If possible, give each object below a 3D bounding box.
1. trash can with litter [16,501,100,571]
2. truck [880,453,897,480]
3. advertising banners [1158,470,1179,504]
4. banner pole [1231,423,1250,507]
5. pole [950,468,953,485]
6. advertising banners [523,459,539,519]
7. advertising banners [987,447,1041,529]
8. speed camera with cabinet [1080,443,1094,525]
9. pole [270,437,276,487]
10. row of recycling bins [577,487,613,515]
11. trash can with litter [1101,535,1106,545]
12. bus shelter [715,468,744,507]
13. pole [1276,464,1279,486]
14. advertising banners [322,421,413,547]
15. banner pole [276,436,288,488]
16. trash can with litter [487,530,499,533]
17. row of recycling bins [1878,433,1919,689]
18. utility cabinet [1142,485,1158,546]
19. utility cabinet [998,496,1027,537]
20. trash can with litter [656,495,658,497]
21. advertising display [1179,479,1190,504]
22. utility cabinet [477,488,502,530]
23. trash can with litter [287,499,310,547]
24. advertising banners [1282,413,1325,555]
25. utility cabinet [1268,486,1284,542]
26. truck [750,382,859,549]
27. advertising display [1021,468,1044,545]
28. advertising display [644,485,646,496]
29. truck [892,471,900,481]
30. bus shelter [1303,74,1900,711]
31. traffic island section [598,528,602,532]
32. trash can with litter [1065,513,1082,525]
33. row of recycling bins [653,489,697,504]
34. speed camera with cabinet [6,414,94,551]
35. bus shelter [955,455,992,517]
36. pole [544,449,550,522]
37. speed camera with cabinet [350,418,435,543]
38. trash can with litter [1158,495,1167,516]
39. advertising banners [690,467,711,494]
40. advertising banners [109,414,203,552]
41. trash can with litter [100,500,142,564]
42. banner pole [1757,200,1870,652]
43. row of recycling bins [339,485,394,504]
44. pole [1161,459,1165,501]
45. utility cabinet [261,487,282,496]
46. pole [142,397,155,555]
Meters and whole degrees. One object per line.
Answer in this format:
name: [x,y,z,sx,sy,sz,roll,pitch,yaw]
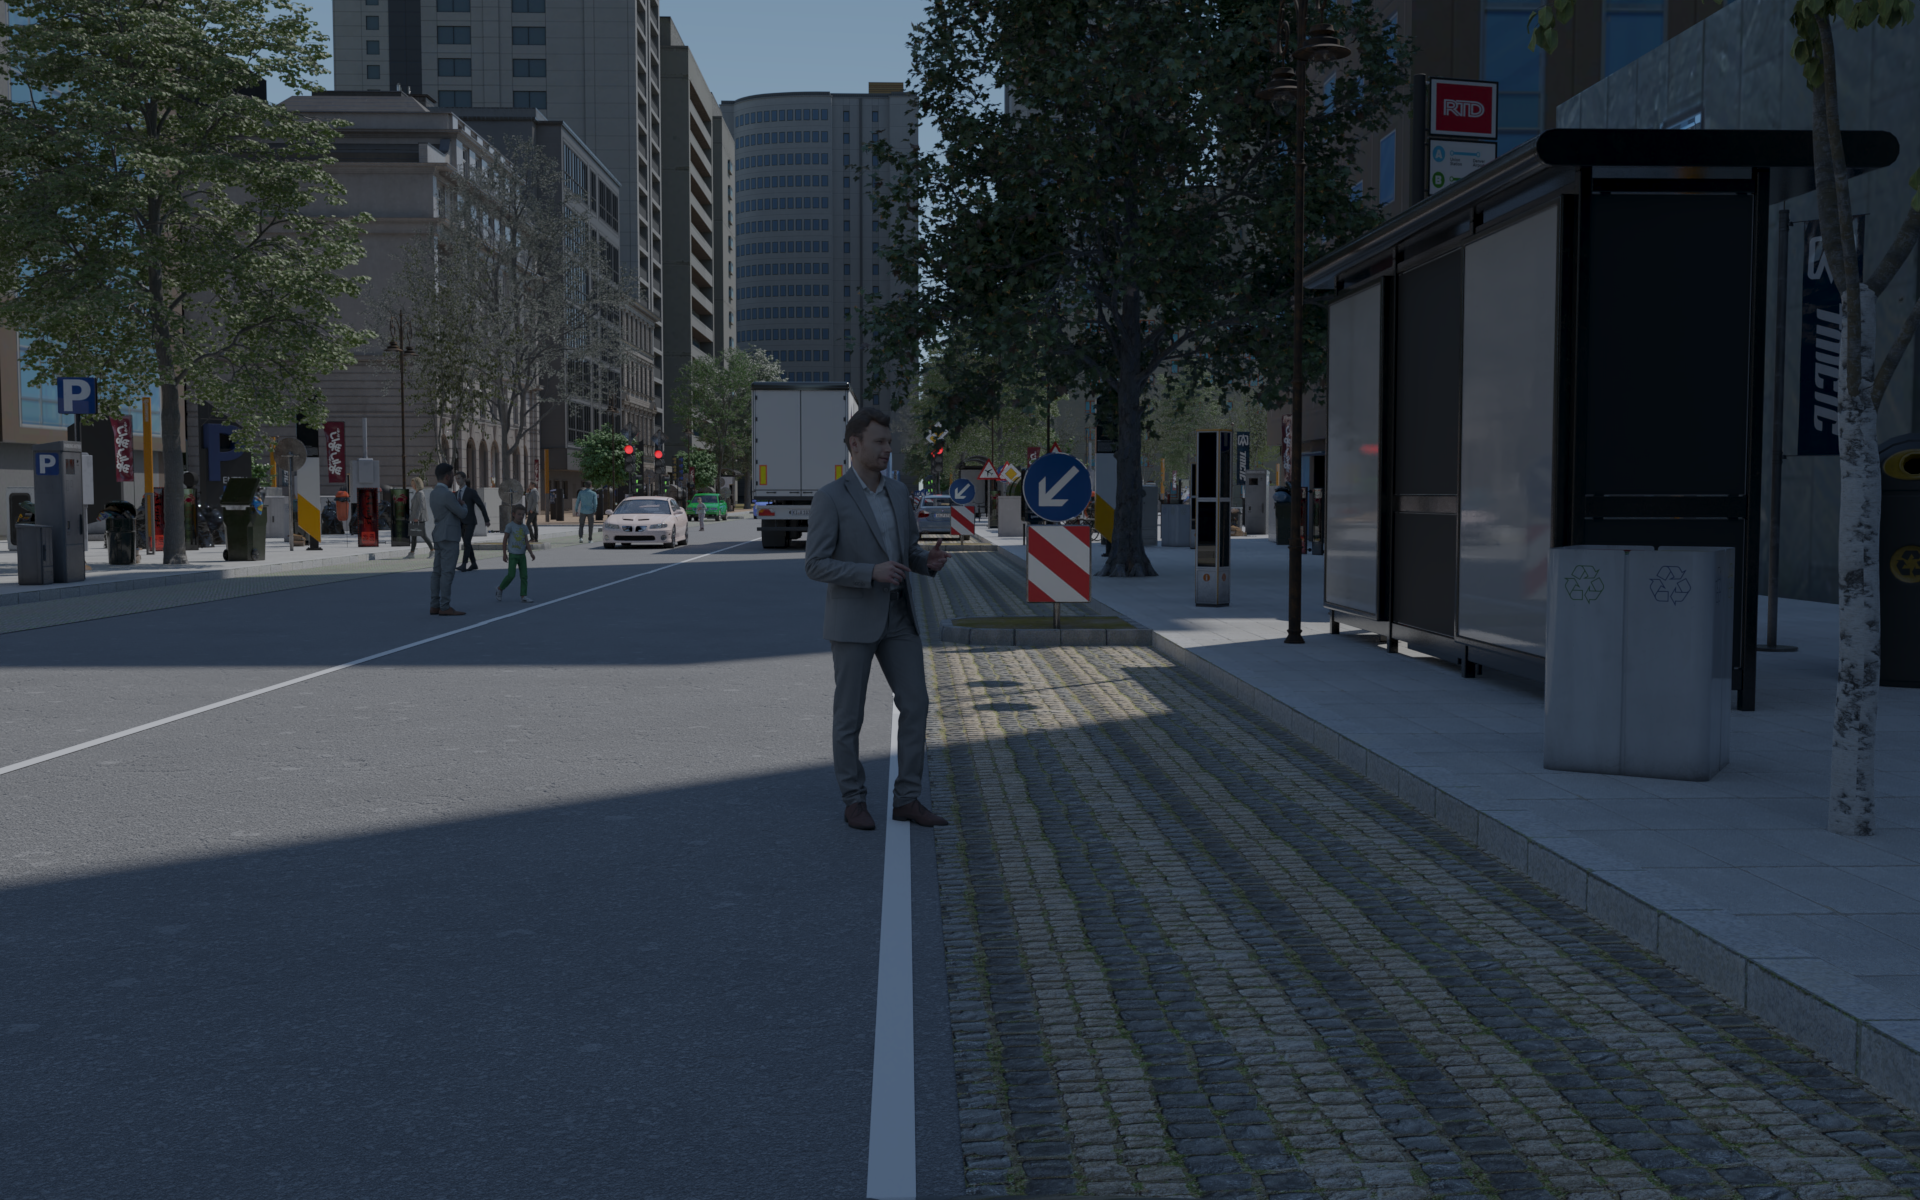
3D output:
trash can with litter: [-14.467,-0.996,27.676,1.055,1.170,0.624,0,4,-7]
truck: [-4.846,-6.229,91.597,2.967,4.110,18.799,0,4,-2]
advertising banners: [15.330,-8.052,127.831,2.074,3.025,0.090,-3,5,-41]
banner pole: [9.789,-4.335,60.890,0.863,3.779,0.401,0,4,-5]
pole: [-0.627,-7.920,123.330,0.158,3.312,0.155,0,3,0]
advertising banners: [-21.733,-5.590,87.590,0.090,3.025,2.074,-3,4,-39]
advertising banners: [1.990,-4.157,64.147,2.074,3.025,0.090,1,4,18]
speed camera with cabinet: [4.768,-4.465,67.335,0.660,3.252,2.038,0,4,-4]
pole: [-24.595,-4.172,62.053,0.158,3.312,0.155,0,3,0]
row of recycling bins: [-22.526,-6.109,106.998,1.069,1.692,3.534,-3,5,-45]
trash can with litter: [3.988,-1.969,43.576,1.055,1.170,0.624,-1,4,-12]
bus shelter: [-18.417,-8.790,137.645,2.014,3.302,5.546,0,4,-2]
pole: [21.387,-7.509,116.610,0.158,3.312,0.155,0,3,0]
advertising banners: [-14.307,-2.795,41.887,2.074,3.025,0.090,-2,4,-25]
banner pole: [-29.118,-5.170,74.542,0.401,3.779,0.863,3,4,37]
trash can with litter: [-15.700,-2.791,56.686,2.233,1.210,1.678,-1,4,-14]
row of recycling bins: [7.135,-0.212,10.579,1.069,1.692,3.534,-2,4,-28]
utility cabinet: [4.295,-2.041,42.049,1.173,1.500,0.318,-3,5,-39]
utility cabinet: [1.661,-2.509,52.181,1.020,1.237,0.306,0,4,4]
trash can with litter: [-21.063,-6.651,119.799,1.678,1.210,2.233,-1,4,-17]
advertising display: [9.853,-4.335,76.085,0.123,1.923,0.974,2,4,31]
utility cabinet: [-16.432,-3.178,60.647,0.318,1.500,1.173,1,4,21]
trash can with litter: [-16.213,-1.912,42.645,0.624,1.170,1.055,-1,4,-15]
advertising banners: [7.317,-2.495,36.980,0.090,3.025,2.074,-1,4,-15]
utility cabinet: [8.453,-2.278,45.917,0.318,1.500,1.173,0,4,-1]
truck: [-4.154,-3.668,48.882,2.839,4.237,11.283,0,4,-2]
advertising display: [1.835,-2.351,43.655,0.123,1.923,0.974,2,4,33]
advertising display: [-23.422,-7.429,126.679,0.974,1.923,0.123,-1,4,-10]
truck: [-7.838,-12.509,194.276,2.967,4.110,18.799,0,4,-2]
bus shelter: [4.233,-2.244,14.314,2.179,5.291,8.768,0,4,-2]
traffic island section: [-12.696,-2.718,66.726,2.009,0.180,2.903,0,4,-2]
trash can with litter: [3.826,-2.687,55.313,1.055,1.170,0.624,3,5,41]
row of recycling bins: [-21.920,-7.747,133.776,3.534,1.692,1.069,-1,4,-20]
speed camera with cabinet: [-20.467,-2.725,38.893,2.038,3.252,0.660,1,4,20]
bus shelter: [0.848,-6.050,92.849,2.014,3.302,5.546,0,4,-2]
pole: [-18.876,-5.217,79.140,0.158,3.312,0.155,0,3,0]
speed camera with cabinet: [-14.890,-3.124,45.415,2.038,3.252,0.660,-2,4,-26]
trash can with litter: [11.710,-5.565,102.048,1.678,1.210,2.233,3,5,43]
advertising banners: [-16.443,-6.947,109.764,2.074,3.025,0.090,3,4,38]
advertising banners: [-17.911,-2.594,38.607,0.090,3.025,2.074,3,4,36]
trash can with litter: [-15.331,-1.239,31.644,0.624,1.170,1.055,-1,4,-16]
banner pole: [6.831,-1.464,13.961,0.401,3.779,0.863,-3,5,-42]
row of recycling bins: [-26.160,-4.235,76.353,1.069,1.692,3.534,1,4,15]
pole: [11.651,-6.467,99.578,0.158,3.312,0.155,0,3,0]
utility cabinet: [-21.513,-2.775,54.045,0.318,1.500,1.173,0,4,1]
pole: [-17.110,-2.611,36.526,0.158,3.312,0.155,0,3,0]
